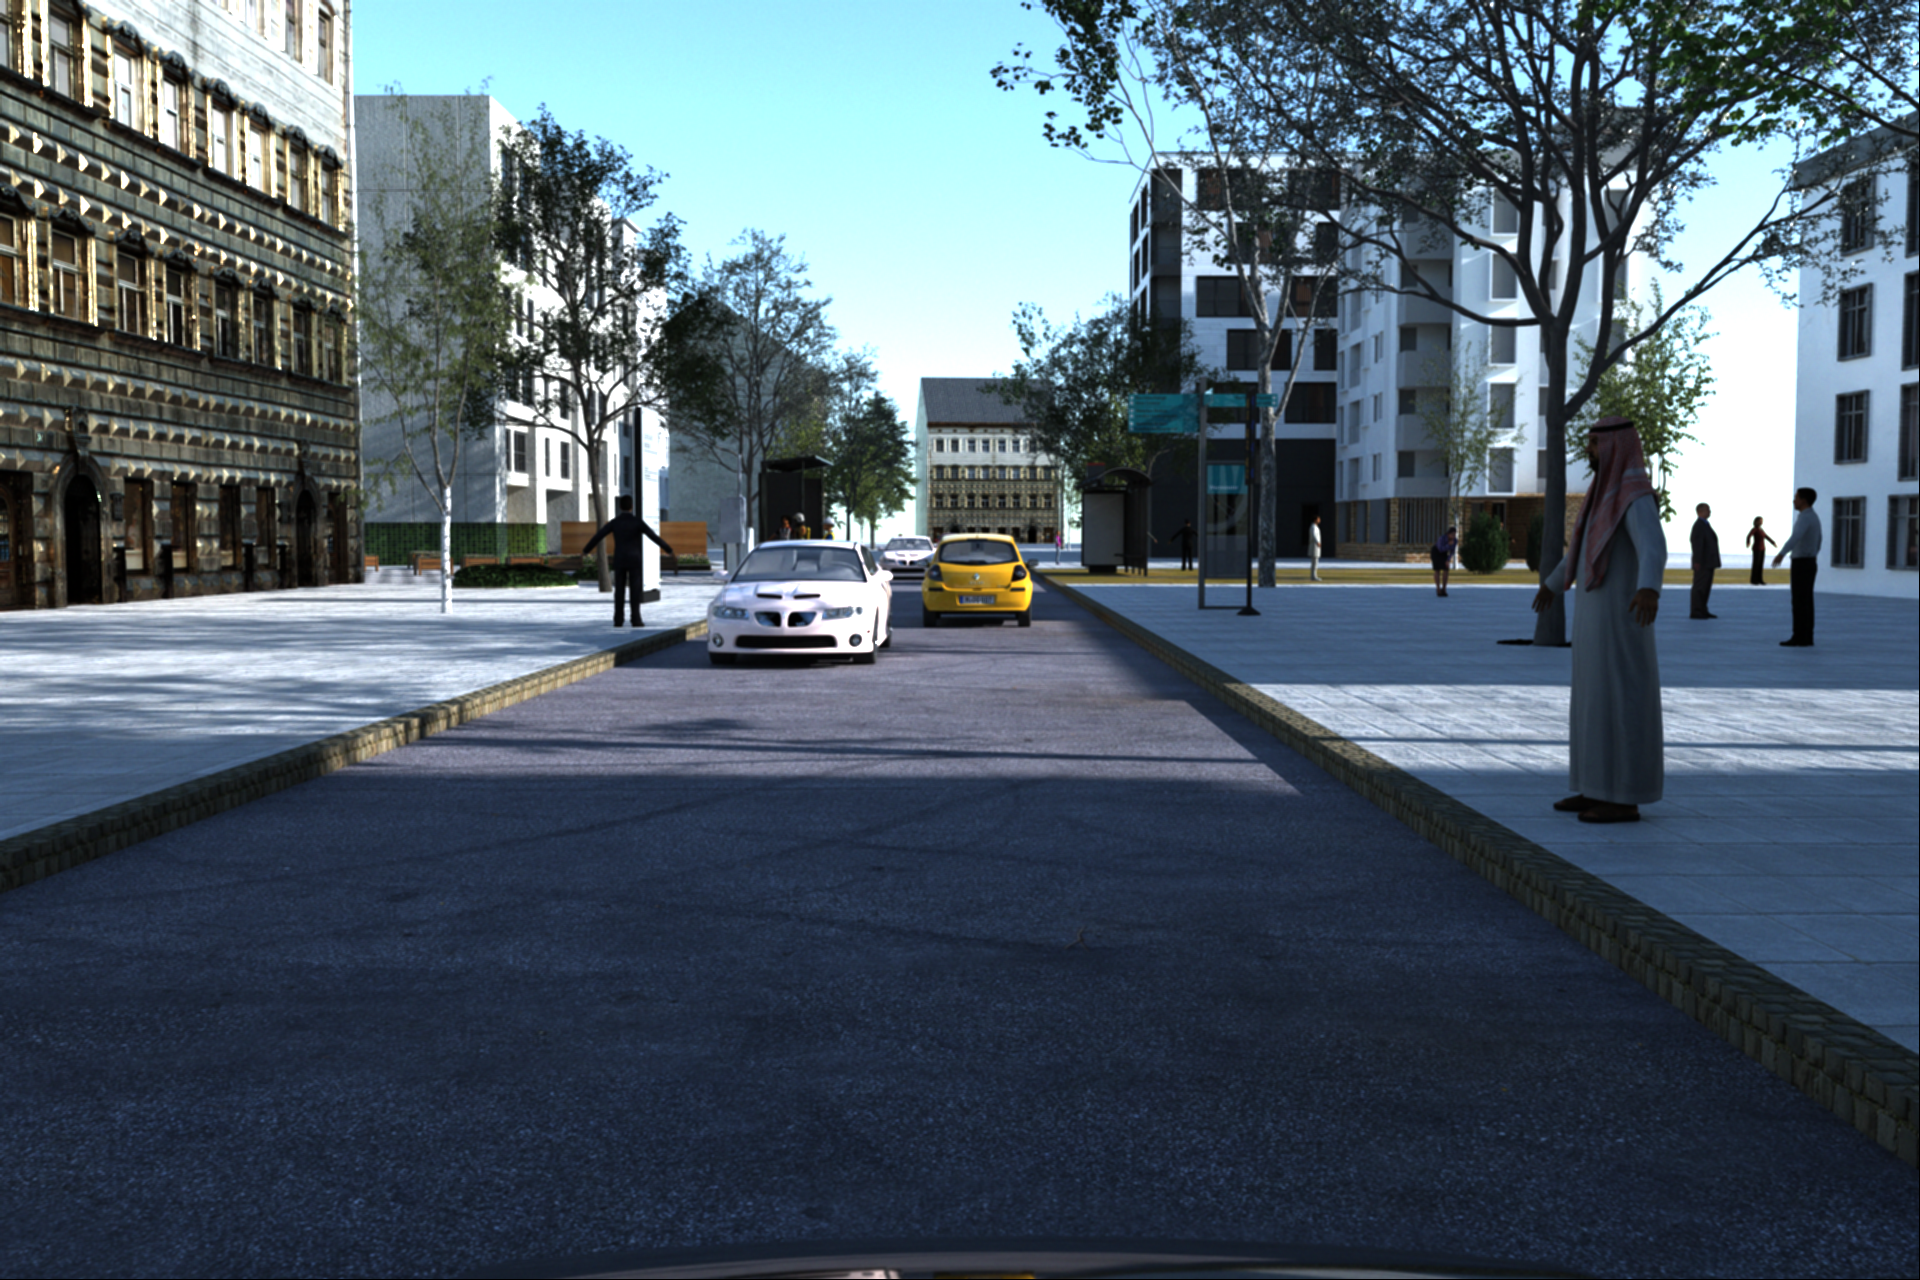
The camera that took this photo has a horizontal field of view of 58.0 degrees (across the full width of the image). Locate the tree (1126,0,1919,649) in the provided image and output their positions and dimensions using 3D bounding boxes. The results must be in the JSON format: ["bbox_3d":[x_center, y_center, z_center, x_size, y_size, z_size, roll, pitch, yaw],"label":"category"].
[{"bbox_3d":[6.930,-6.682,19.619,12.009,13.543,11.850,0,3,0],"label":"tree"}]

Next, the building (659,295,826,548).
[{"bbox_3d":[-22.928,-20.535,166.668,19.493,23.208,18.063,0,3,0],"label":"building"}]

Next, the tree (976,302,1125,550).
[{"bbox_3d":[7.017,-17.571,143.173,12.611,20.169,13.585,0,3,0],"label":"tree"}]

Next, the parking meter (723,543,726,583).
[{"bbox_3d":[-6.029,-2.437,45.554,0.399,1.863,0.255,0,4,2],"label":"parking meter"}]

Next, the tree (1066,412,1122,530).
[{"bbox_3d":[7.501,-8.800,94.244,4.737,8.622,4.395,0,3,0],"label":"tree"}]

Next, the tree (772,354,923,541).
[{"bbox_3d":[-7.491,-12.627,116.826,12.009,13.543,11.850,0,3,0],"label":"tree"}]

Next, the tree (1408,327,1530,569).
[{"bbox_3d":[17.742,-6.866,62.630,4.360,8.622,3.978,0,3,0],"label":"tree"}]

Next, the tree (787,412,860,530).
[{"bbox_3d":[-7.867,-8.911,96.062,4.737,8.622,4.395,0,3,0],"label":"tree"}]

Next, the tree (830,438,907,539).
[{"bbox_3d":[-7.987,-13.263,151.255,7.601,10.594,8.767,0,4,8],"label":"tree"}]

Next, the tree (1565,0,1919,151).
[{"bbox_3d":[7.003,-5.148,9.934,9.928,11.665,9.643,0,3,0],"label":"tree"}]

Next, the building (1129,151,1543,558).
[{"bbox_3d":[24.360,-16.218,109.147,27.936,21.610,32.646,0,4,0],"label":"building"}]

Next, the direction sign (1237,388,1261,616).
[{"bbox_3d":[4.577,-2.162,27.344,0.379,3.537,0.876,0,4,1],"label":"direction sign"}]

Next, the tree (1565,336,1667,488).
[{"bbox_3d":[23.975,-6.917,63.453,4.737,8.622,4.395,0,3,0],"label":"tree"}]

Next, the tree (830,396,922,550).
[{"bbox_3d":[-7.043,-13.720,142.452,7.486,12.596,7.792,0,3,0],"label":"tree"}]

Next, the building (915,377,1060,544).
[{"bbox_3d":[3.517,-24.982,241.847,18.063,23.208,19.493,0,4,-6],"label":"building"}]

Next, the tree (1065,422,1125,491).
[{"bbox_3d":[8.103,-9.310,102.580,4.737,8.622,4.395,0,3,0],"label":"tree"}]

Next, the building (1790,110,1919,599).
[{"bbox_3d":[23.345,-5.104,25.593,9.099,9.664,28.070,0,4,1],"label":"building"}]

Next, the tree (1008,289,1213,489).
[{"bbox_3d":[7.483,-10.748,86.107,12.009,13.543,11.850,0,3,0],"label":"tree"}]

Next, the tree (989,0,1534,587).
[{"bbox_3d":[7.030,-11.255,39.911,12.611,20.169,13.585,0,3,0],"label":"tree"}]

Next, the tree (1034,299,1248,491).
[{"bbox_3d":[7.161,-8.262,69.504,8.767,10.594,7.601,-1,4,-14],"label":"tree"}]

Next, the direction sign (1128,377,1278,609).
[{"bbox_3d":[4.113,-2.456,28.918,2.525,3.948,1.411,0,4,1],"label":"direction sign"}]

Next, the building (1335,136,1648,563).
[{"bbox_3d":[24.727,-14.222,88.950,16.016,20.090,11.380,0,4,1],"label":"building"}]

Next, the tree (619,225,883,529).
[{"bbox_3d":[-8.222,-9.657,68.262,12.009,13.543,11.850,0,3,0],"label":"tree"}]

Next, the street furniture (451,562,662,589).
[{"bbox_3d":[-10.649,-1.825,45.466,5.734,0.657,10.072,-1,4,-12],"label":"street furniture"}]

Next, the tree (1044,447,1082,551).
[{"bbox_3d":[8.100,-11.114,132.069,4.360,8.622,3.978,0,3,0],"label":"tree"}]

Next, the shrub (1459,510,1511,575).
[{"bbox_3d":[16.626,-3.109,54.876,1.661,2.075,1.752,0,3,0],"label":"shrub"}]

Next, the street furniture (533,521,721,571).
[{"bbox_3d":[-13.254,-3.389,62.267,9.812,1.723,11.010,-1,4,-13],"label":"street furniture"}]

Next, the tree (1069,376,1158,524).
[{"bbox_3d":[7.022,-7.790,77.723,4.737,8.622,4.395,0,3,0],"label":"tree"}]

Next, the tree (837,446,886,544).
[{"bbox_3d":[-7.656,-11.310,135.280,4.737,8.622,4.395,0,3,0],"label":"tree"}]

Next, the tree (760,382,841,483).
[{"bbox_3d":[-7.655,-8.079,82.450,4.737,8.622,4.395,0,3,0],"label":"tree"}]

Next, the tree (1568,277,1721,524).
[{"bbox_3d":[19.478,-6.030,48.960,4.737,8.622,4.395,0,3,0],"label":"tree"}]

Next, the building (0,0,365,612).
[{"bbox_3d":[-24.756,-12.501,35.319,19.493,23.208,18.063,0,3,0],"label":"building"}]

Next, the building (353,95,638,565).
[{"bbox_3d":[-27.259,-13.420,85.869,16.747,18.905,31.486,0,3,0],"label":"building"}]

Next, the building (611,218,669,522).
[{"bbox_3d":[-24.852,-15.203,104.988,16.016,20.090,11.380,0,3,0],"label":"building"}]
